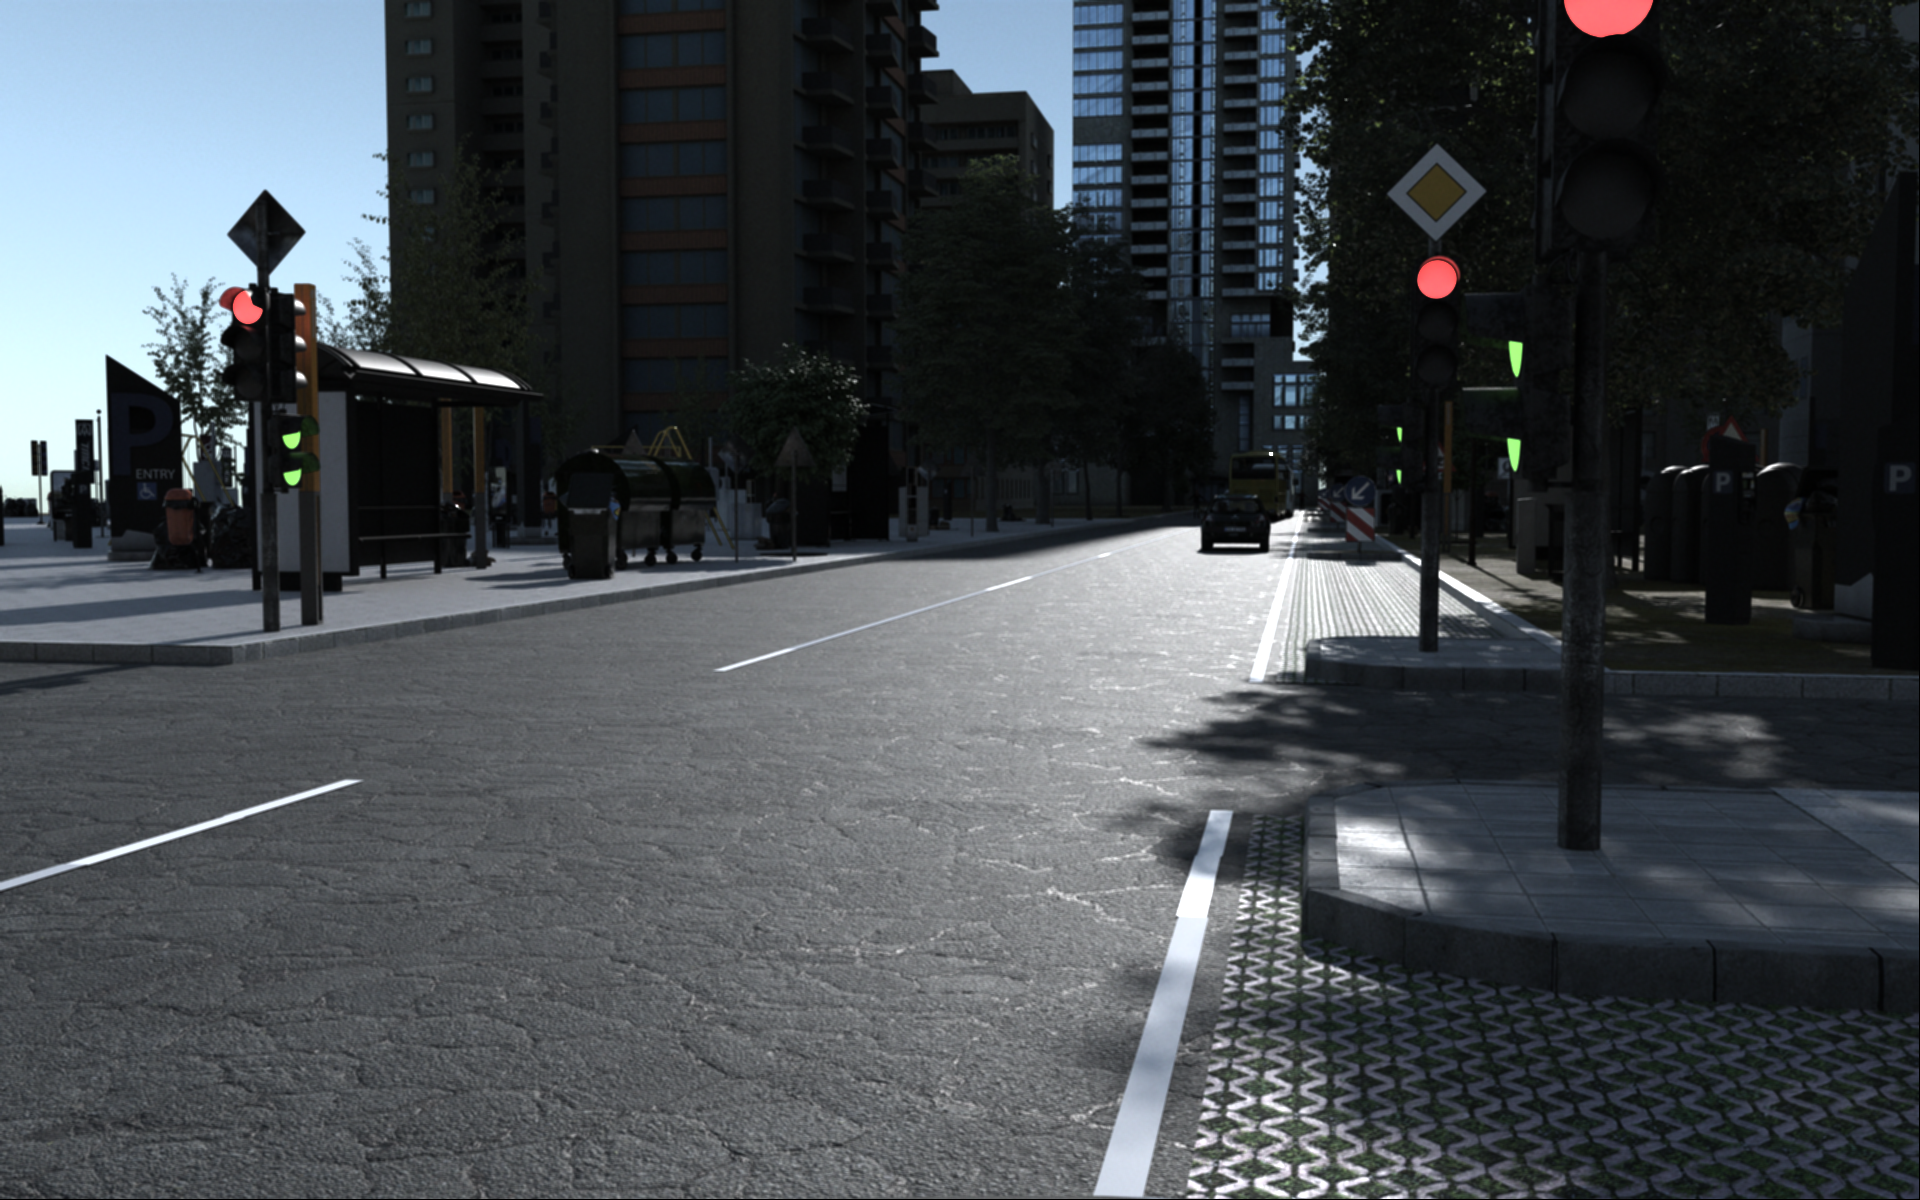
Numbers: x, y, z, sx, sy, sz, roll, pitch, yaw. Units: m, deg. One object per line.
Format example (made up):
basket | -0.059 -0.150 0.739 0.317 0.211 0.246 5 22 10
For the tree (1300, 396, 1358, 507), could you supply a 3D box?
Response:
tree | 35.059 -14.861 153.348 12.009 13.543 11.850 0 3 0

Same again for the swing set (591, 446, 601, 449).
swing set | -10.702 -3.612 56.680 3.119 2.851 2.862 -1 4 -14

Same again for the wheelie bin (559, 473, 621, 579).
wheelie bin | -5.588 -1.123 26.262 0.980 1.594 0.693 0 4 4

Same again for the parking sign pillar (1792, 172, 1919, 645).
parking sign pillar | 8.161 -1.635 15.204 1.447 3.967 1.447 1 4 9

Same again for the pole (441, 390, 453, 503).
pole | -9.680 -2.376 32.694 0.158 3.312 0.155 0 3 0

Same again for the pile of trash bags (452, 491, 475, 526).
pile of trash bags | -14.096 -2.053 43.324 3.447 1.369 1.912 -2 4 -24

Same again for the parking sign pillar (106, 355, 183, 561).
parking sign pillar | -15.821 -2.763 33.649 1.447 3.967 1.447 -2 4 -25

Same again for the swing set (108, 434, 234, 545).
swing set | -20.137 -2.882 44.737 2.862 2.851 3.119 -1 4 -10

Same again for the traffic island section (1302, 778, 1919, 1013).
traffic island section | 2.270 0.978 6.293 2.009 0.180 2.903 1 4 11

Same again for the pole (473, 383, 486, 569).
pole | -8.214 -2.187 29.604 0.158 3.312 0.155 0 3 0

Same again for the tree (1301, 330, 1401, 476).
tree | 24.206 -10.844 103.061 9.928 11.665 9.643 0 3 0

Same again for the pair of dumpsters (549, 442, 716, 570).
pair of dumpsters | -5.837 -1.754 31.164 1.574 2.255 4.437 1 4 11

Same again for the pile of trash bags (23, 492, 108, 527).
pile of trash bags | -34.400 -3.501 66.989 1.912 1.369 3.447 0 4 -7

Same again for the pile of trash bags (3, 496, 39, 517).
pile of trash bags | -52.989 -5.259 95.739 1.912 1.369 3.447 3 5 43

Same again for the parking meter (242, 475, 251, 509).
parking meter | -21.942 -2.920 53.459 0.399 1.863 0.255 2 4 29

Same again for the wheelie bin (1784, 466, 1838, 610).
wheelie bin | 9.785 -0.702 19.380 0.980 1.594 0.693 0 4 3

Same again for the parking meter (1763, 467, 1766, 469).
parking meter | 15.733 -1.729 33.982 0.255 1.863 0.399 -3 5 -44

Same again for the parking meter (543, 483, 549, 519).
parking meter | -21.247 -5.100 89.100 0.255 1.863 0.399 2 4 34

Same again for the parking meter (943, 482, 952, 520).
parking meter | -0.605 -4.816 84.450 0.255 1.863 0.399 -3 5 -43

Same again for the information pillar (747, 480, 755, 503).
information pillar | -10.912 -5.254 90.397 0.304 2.012 0.304 3 4 36

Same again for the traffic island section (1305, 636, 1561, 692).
traffic island section | 3.842 0.499 14.123 2.009 0.180 2.903 1 4 11

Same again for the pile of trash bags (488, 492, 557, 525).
pile of trash bags | -18.147 -3.719 70.564 3.447 1.369 1.912 -2 4 -26

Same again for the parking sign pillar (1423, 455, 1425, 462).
parking sign pillar | 22.967 -5.925 85.339 1.447 3.967 1.447 1 4 15

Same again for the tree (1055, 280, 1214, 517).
tree | 8.911 -11.405 96.848 12.009 13.543 11.850 0 3 0

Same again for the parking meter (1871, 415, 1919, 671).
parking meter | 6.931 -0.428 12.707 0.255 1.863 0.399 -2 4 -34

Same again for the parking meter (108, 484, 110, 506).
parking meter | -18.728 -2.011 38.597 0.399 1.863 0.255 0 4 -5

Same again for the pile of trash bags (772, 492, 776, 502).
pile of trash bags | -5.250 -3.312 63.910 3.447 1.369 1.912 1 4 9

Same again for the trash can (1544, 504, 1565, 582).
trash can | 8.926 -0.837 25.332 0.748 1.137 0.748 0 3 0

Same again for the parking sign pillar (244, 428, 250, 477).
parking sign pillar | -28.567 -5.037 70.828 1.447 3.967 1.447 0 4 8

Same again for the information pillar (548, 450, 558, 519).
information pillar | -20.668 -5.910 87.983 0.504 3.616 0.183 0 4 2

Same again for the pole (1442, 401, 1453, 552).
pole | 10.733 -2.708 38.112 0.158 3.312 0.155 0 3 0

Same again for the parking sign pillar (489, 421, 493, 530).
parking sign pillar | -16.313 -4.469 61.545 1.447 3.967 1.447 0 4 1

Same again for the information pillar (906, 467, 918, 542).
information pillar | -1.295 -2.583 46.719 0.304 2.012 0.304 0 4 -3

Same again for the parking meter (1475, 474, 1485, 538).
parking meter | 15.261 -2.776 51.092 0.255 1.863 0.399 -1 4 -15

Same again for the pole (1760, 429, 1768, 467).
pole | 25.038 -3.680 54.008 0.158 3.312 0.155 0 3 0

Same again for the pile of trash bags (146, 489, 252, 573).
pile of trash bags | -12.977 -1.218 29.667 1.912 1.369 3.447 -1 4 -11

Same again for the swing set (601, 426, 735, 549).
swing set | -7.000 -2.682 41.465 2.862 2.851 3.119 -1 4 -14

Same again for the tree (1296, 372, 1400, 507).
tree | 28.652 -12.596 122.952 9.611 12.733 9.660 0 3 0

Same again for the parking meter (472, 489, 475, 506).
parking meter | -26.420 -5.270 94.580 0.372 1.533 0.369 0 3 0

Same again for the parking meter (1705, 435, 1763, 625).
parking meter | 7.595 -0.694 17.056 0.255 1.863 0.399 -2 4 -29

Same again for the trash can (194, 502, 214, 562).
trash can | -14.443 -1.285 32.664 0.748 1.137 0.748 0 3 0

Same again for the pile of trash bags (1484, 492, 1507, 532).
pile of trash bags | 18.800 -3.043 59.501 1.912 1.369 3.447 0 4 -7

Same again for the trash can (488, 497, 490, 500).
trash can | -21.544 -4.139 79.327 0.748 1.137 0.748 0 3 0

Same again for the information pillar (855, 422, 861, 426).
information pillar | -3.009 -3.547 49.353 0.504 3.616 0.183 -1 4 -14

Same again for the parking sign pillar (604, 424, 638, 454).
parking sign pillar | -12.967 -4.769 66.440 1.447 3.967 1.447 0 4 -2

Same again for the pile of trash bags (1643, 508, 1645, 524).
pile of trash bags | 29.698 -3.960 74.499 3.447 1.369 1.912 1 4 15

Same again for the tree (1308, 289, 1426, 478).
tree | 22.772 -10.732 93.603 7.486 12.596 7.792 0 3 0

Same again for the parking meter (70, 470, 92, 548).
parking meter | -20.880 -2.167 41.134 0.255 1.863 0.399 3 5 40

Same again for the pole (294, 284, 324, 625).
pole | -6.364 -1.412 16.925 0.158 3.312 0.155 0 3 0

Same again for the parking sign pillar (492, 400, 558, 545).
parking sign pillar | -10.971 -3.396 44.003 1.447 3.967 1.447 -1 4 -23
